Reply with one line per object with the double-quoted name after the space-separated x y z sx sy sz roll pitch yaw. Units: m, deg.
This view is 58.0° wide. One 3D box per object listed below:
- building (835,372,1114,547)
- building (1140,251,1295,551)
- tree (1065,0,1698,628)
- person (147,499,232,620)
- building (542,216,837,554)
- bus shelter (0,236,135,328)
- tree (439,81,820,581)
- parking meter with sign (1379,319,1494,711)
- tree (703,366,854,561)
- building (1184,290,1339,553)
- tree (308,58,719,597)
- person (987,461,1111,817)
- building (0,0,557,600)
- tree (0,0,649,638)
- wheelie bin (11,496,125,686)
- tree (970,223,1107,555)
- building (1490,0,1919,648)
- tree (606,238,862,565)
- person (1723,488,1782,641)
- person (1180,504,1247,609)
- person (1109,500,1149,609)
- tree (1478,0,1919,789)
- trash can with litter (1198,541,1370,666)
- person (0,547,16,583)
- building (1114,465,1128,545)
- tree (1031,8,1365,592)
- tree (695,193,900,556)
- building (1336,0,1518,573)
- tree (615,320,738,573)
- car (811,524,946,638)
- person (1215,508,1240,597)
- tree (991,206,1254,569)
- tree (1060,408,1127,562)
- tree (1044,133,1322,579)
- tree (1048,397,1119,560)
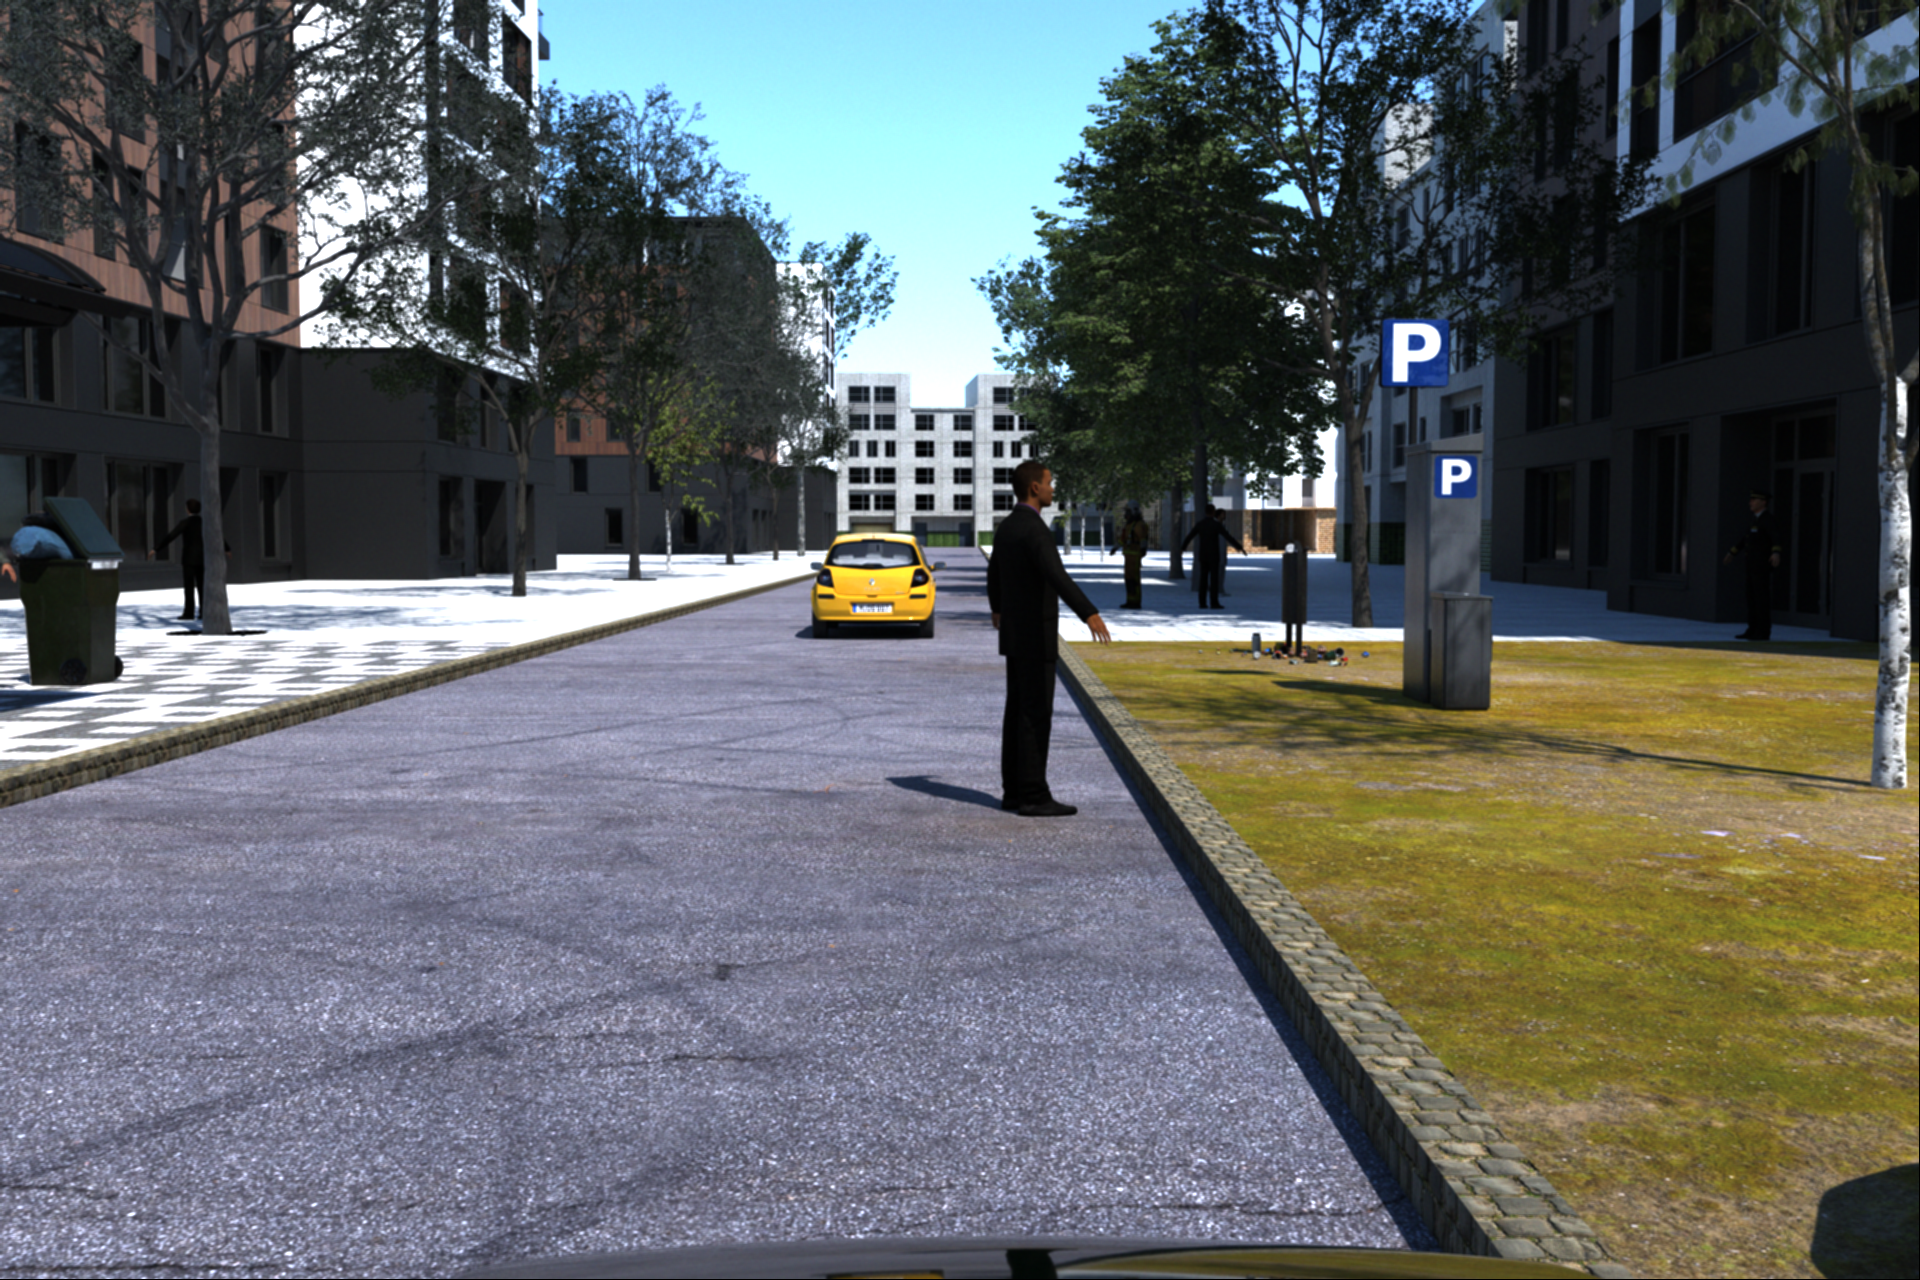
1.267 -20.088 197.354 31.486 18.905 16.747 0 4 -5 "building"
24.547 -18.927 140.386 19.493 23.208 18.063 0 3 0 "building"
5.586 -5.466 23.786 8.767 10.594 7.601 0 4 7 "tree"
-11.497 -1.210 25.973 0.705 1.806 1.347 2 4 34 "person"
-24.248 -17.371 127.989 27.936 21.610 32.646 0 4 0 "building"
-6.777 -0.939 9.269 2.014 3.302 5.546 0 4 2 "bus shelter"
-8.940 -8.381 47.407 12.009 13.543 11.850 0 3 0 "tree"
3.692 -1.044 13.322 0.543 3.016 1.738 0 4 0 "parking meter with sign"
-8.760 -9.148 83.990 8.767 10.594 7.601 2 4 26 "tree"
22.015 -16.656 128.743 16.016 20.090 11.380 0 4 1 "building"
-9.061 -6.151 34.979 8.767 10.594 7.601 0 4 -6 "tree"
0.386 -0.014 8.911 0.704 1.802 1.346 -1 4 -21 "person"
-28.713 -12.324 45.478 27.936 21.610 32.646 0 4 1 "building"
-9.531 -6.799 21.526 12.009 13.543 11.850 0 3 0 "tree"
-7.640 -0.422 14.813 0.693 1.594 0.980 0 4 1 "wheelie bin"
7.288 -15.081 102.458 12.611 20.169 13.585 0 3 0 "tree"
24.869 -11.416 30.622 27.936 21.610 32.646 0 4 1 "building"
-9.627 -9.851 71.439 12.009 13.543 11.850 0 3 0 "tree"
9.638 -0.919 20.962 0.705 1.837 1.347 0 4 0 "person"
4.308 -1.440 29.762 1.346 1.802 0.704 3 5 42 "person"
2.938 -1.463 29.693 0.705 1.858 1.354 -1 4 -19 "person"
4.912 -3.566 8.660 4.360 8.622 3.978 0 3 0 "tree"
3.427 -0.417 17.873 1.678 1.210 2.233 0 4 -1 "trash can with litter"
-8.184 -0.460 13.789 1.348 1.796 0.705 0 4 -5 "person"
25.329 -20.832 171.531 19.493 23.208 18.063 0 4 0 "building"
4.993 -7.365 38.546 7.486 12.596 7.792 0 3 0 "tree"
-10.589 -14.852 98.715 12.611 20.169 13.585 0 3 0 "tree"
25.776 -12.090 64.134 16.747 18.905 31.486 0 4 0 "building"
-9.444 -6.481 56.328 4.737 8.622 4.395 0 3 0 "tree"
-1.210 -0.918 25.240 2.015 1.641 3.980 0 4 -1 "car"
5.363 -1.800 35.618 0.705 1.806 1.347 2 4 35 "person"
6.310 -9.609 63.757 9.857 13.997 8.962 0 3 0 "tree"
6.608 -7.839 78.533 4.360 8.622 3.978 0 3 0 "tree"
6.263 -7.991 48.774 7.486 12.596 7.792 0 3 0 "tree"
6.077 -8.254 85.318 4.737 8.622 4.395 0 3 0 "tree"
